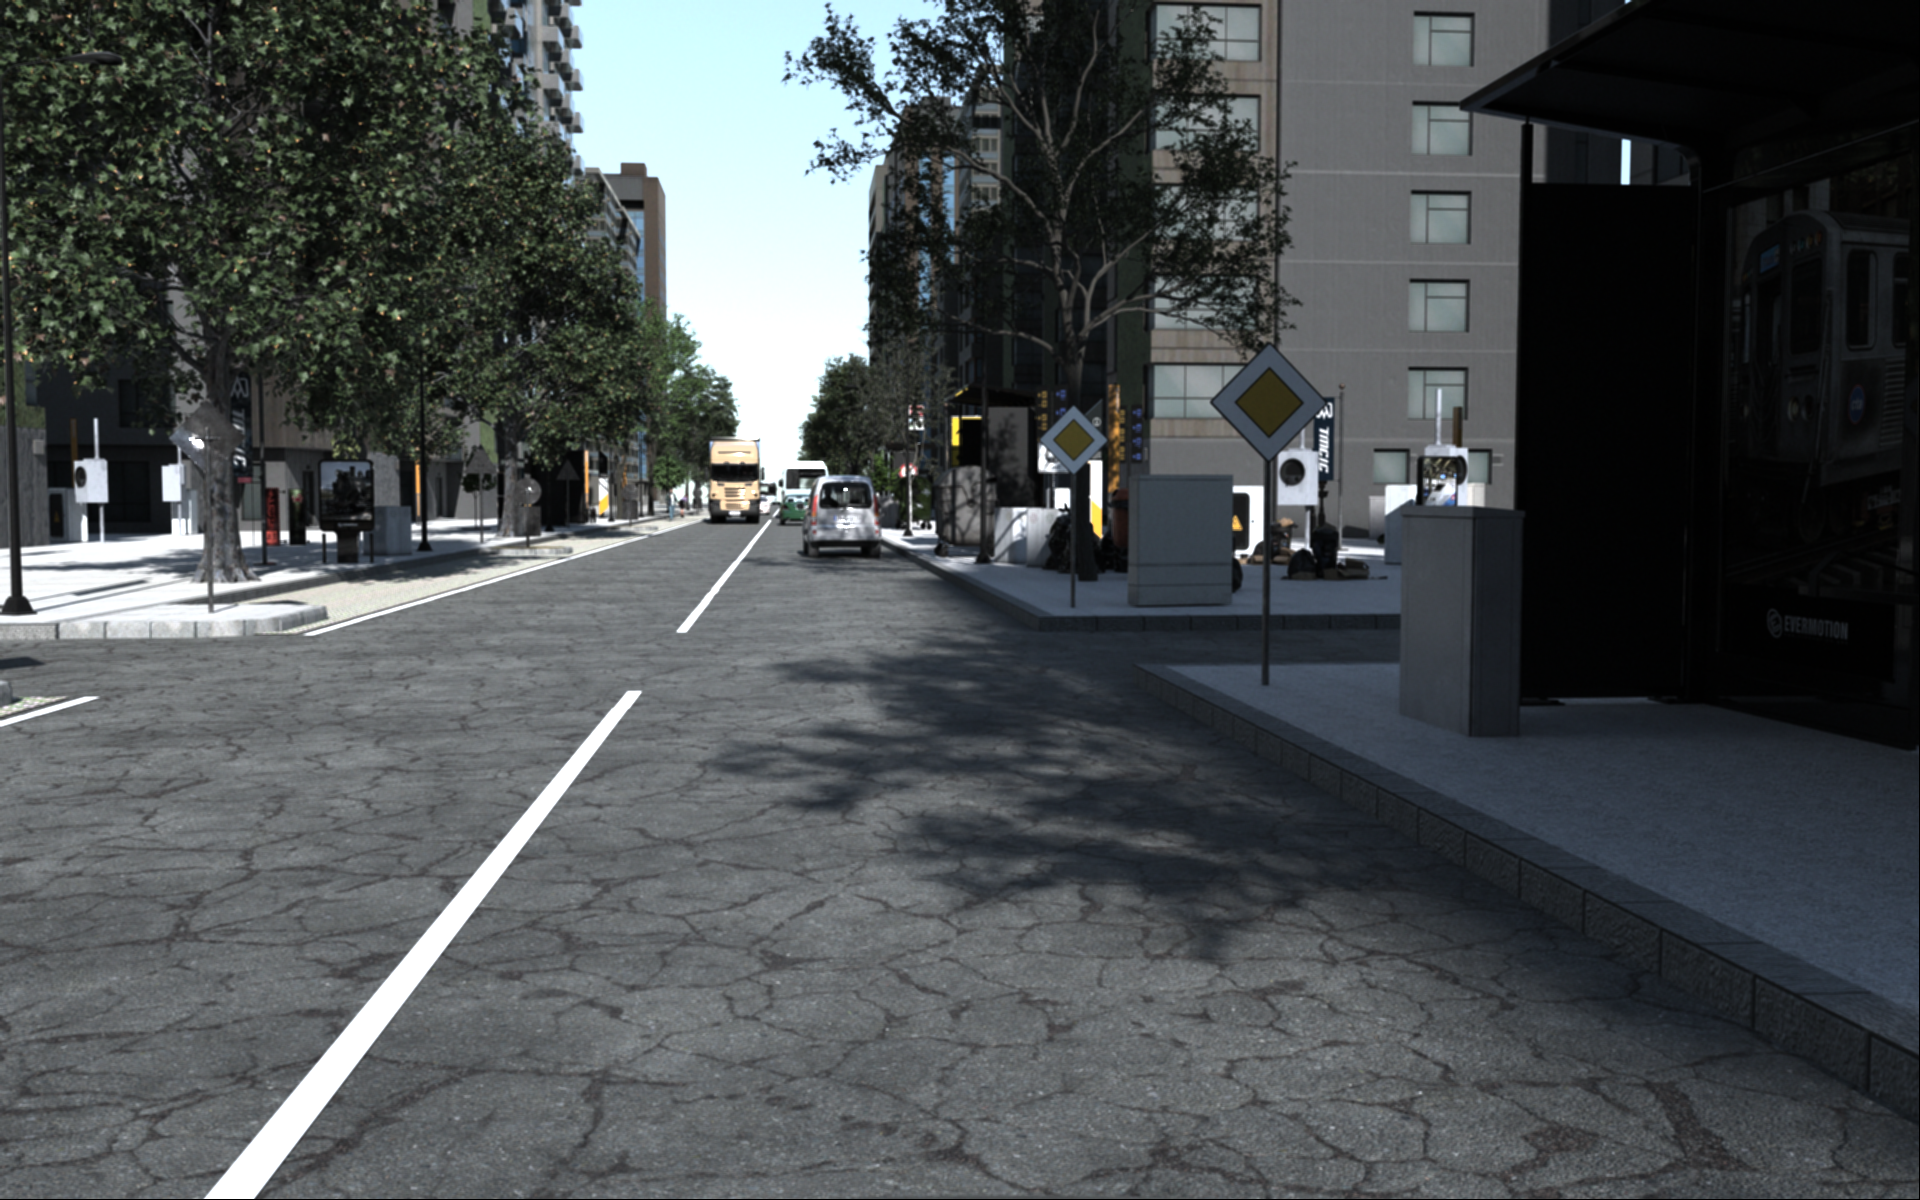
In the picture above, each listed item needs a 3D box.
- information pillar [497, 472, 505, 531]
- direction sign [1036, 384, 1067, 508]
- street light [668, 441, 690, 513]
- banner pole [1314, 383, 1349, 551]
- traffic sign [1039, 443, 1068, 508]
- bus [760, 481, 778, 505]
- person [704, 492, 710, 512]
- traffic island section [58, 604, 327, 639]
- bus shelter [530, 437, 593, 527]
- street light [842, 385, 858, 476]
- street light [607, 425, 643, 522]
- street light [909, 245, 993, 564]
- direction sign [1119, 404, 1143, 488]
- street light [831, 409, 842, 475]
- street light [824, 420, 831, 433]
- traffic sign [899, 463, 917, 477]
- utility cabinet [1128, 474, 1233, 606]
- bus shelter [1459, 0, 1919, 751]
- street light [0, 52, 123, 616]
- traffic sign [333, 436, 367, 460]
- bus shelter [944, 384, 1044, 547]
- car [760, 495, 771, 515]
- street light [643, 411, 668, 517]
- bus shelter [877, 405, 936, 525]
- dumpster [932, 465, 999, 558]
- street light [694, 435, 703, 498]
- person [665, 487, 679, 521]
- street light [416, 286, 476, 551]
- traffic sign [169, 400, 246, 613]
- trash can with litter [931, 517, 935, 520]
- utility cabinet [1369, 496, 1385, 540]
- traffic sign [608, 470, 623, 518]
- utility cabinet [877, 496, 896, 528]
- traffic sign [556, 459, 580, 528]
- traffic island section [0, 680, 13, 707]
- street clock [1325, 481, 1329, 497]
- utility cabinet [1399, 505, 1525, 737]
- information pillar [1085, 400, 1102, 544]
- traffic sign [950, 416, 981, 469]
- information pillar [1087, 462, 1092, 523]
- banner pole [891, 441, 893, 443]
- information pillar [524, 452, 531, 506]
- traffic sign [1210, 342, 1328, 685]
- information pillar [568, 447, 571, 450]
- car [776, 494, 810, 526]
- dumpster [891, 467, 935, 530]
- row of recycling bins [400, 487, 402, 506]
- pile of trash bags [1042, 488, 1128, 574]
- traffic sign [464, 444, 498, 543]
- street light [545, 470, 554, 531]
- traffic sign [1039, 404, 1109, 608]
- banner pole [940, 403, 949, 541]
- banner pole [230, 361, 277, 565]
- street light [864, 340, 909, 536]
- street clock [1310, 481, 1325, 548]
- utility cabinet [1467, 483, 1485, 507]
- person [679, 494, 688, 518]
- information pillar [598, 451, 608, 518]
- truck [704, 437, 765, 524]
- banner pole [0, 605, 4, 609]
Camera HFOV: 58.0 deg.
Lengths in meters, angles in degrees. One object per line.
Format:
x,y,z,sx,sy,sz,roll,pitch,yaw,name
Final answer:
-15.410,-3.300,58.441,0.304,2.012,0.304,1,4,14,information pillar
1.906,-2.695,36.055,0.379,3.537,0.876,-3,5,-42,direction sign
-19.035,-8.774,116.000,1.470,5.913,1.316,0,4,-6,street light
8.428,-3.019,39.378,0.863,3.779,0.401,1,4,22,banner pole
1.846,-1.964,34.236,0.606,2.300,0.079,0,4,1,traffic sign
-26.521,-14.898,238.435,2.948,3.499,13.247,0,4,-5,bus
-20.017,-7.952,139.224,1.217,1.735,0.721,-1,4,-21,person
-8.101,0.220,18.687,2.009,0.180,2.903,0,4,-6,traffic island section
-16.211,-4.858,70.709,1.731,3.624,6.357,0,4,-5,bus shelter
-4.170,-6.190,73.743,1.470,5.913,1.316,0,4,-6,street light
-15.610,-6.578,80.085,1.470,5.913,1.316,0,4,-6,street light
-0.106,-3.623,31.781,1.470,5.913,1.316,0,4,-6,street light
4.295,-3.187,44.113,0.876,3.537,0.379,3,5,45,direction sign
-6.122,-7.445,94.261,1.470,5.913,1.316,0,4,-6,street light
-7.617,-8.298,108.208,1.470,5.913,1.316,0,4,-6,street light
-2.098,-4.304,70.474,0.768,2.556,0.104,0,4,4,traffic sign
2.521,-0.683,19.850,1.173,1.500,0.318,-1,4,-17,utility cabinet
4.141,-0.992,7.503,1.731,3.624,6.357,0,4,-6,bus shelter
-9.498,-2.799,18.307,1.470,5.913,1.316,0,4,-6,street light
-13.360,-2.314,37.941,0.768,2.556,0.104,0,4,2,traffic sign
0.754,-2.982,40.044,1.731,3.624,6.357,0,4,-5,bus shelter
-14.213,-6.644,120.995,2.083,1.381,4.827,0,4,-6,car
-17.014,-7.505,95.251,1.470,5.913,1.316,0,4,-6,street light
-2.423,-5.977,75.353,2.179,5.291,8.768,0,4,-6,bus shelter
0.120,-1.823,35.569,1.264,1.857,1.865,0,4,-5,dumpster
-20.988,-10.061,137.036,1.470,5.913,1.316,0,4,-6,street light
-15.074,-4.993,90.483,0.721,1.781,0.623,3,4,36,person
-11.500,-4.054,38.821,1.470,5.913,1.316,0,4,-6,street light
-8.079,-0.917,18.627,0.795,2.450,0.064,0,4,-6,traffic sign
-1.912,-4.591,86.125,2.233,1.210,1.678,2,4,34,trash can with litter
11.933,-2.273,48.324,1.020,1.237,0.306,1,4,14,utility cabinet
-18.362,-5.628,92.017,0.884,2.594,0.081,0,4,2,traffic sign
-2.858,-3.358,66.069,0.306,1.237,1.020,-3,4,-37,utility cabinet
-14.680,-3.966,64.843,0.884,2.594,0.081,0,4,1,traffic sign
-7.327,0.706,10.739,2.009,0.180,2.903,0,4,-6,traffic island section
9.377,-2.467,44.899,0.358,2.002,0.471,0,4,5,street clock
2.772,0.095,9.617,0.306,1.237,1.020,0,4,-7,utility cabinet
3.303,-3.155,42.944,0.504,3.616,0.183,-1,4,-19,information pillar
0.879,-3.122,44.920,2.265,3.308,0.079,0,4,3,traffic sign
2.852,-2.158,39.771,0.304,2.012,0.304,0,4,-5,information pillar
-3.377,-5.583,81.293,0.863,3.779,0.401,2,4,31,banner pole
-23.205,-6.223,93.095,0.504,3.616,0.183,1,4,21,information pillar
2.048,-0.485,11.567,0.795,2.450,0.064,0,4,-6,traffic sign
-18.681,-5.559,82.252,0.504,3.616,0.183,-1,4,-17,information pillar
-7.463,-4.198,80.441,2.131,1.459,4.920,0,4,-6,car
-1.709,-3.702,63.025,1.502,2.255,1.985,0,4,-5,dumpster
-24.797,-4.174,75.355,1.069,1.692,3.534,-1,4,-15,row of recycling bins
2.455,-1.129,28.209,1.912,1.369,3.447,0,4,-5,pile of trash bags
-12.465,-2.757,45.079,0.884,2.594,0.081,0,4,4,traffic sign
-13.574,-5.313,59.413,1.470,5.913,1.316,0,4,-6,street light
1.273,-0.971,19.515,0.795,2.450,0.064,0,4,-6,traffic sign
-0.357,-3.509,47.384,0.401,3.779,0.863,0,4,-7,banner pole
-12.760,-2.512,31.081,0.863,3.779,0.401,-3,4,-36,banner pole
-2.113,-4.878,52.294,1.470,5.913,1.316,0,4,-6,street light
8.361,-2.232,41.057,0.358,2.002,0.471,0,4,4,street clock
10.181,-1.580,34.515,0.318,1.500,1.173,2,4,26,utility cabinet
-16.784,-5.714,105.161,0.421,1.427,0.697,2,4,34,person
-18.853,-6.124,91.482,0.504,3.616,0.183,-2,4,-35,information pillar
-11.270,-5.992,86.876,2.839,4.237,11.283,0,4,-7,truck
-10.754,-1.779,19.096,0.401,3.779,0.863,-3,4,-38,banner pole
